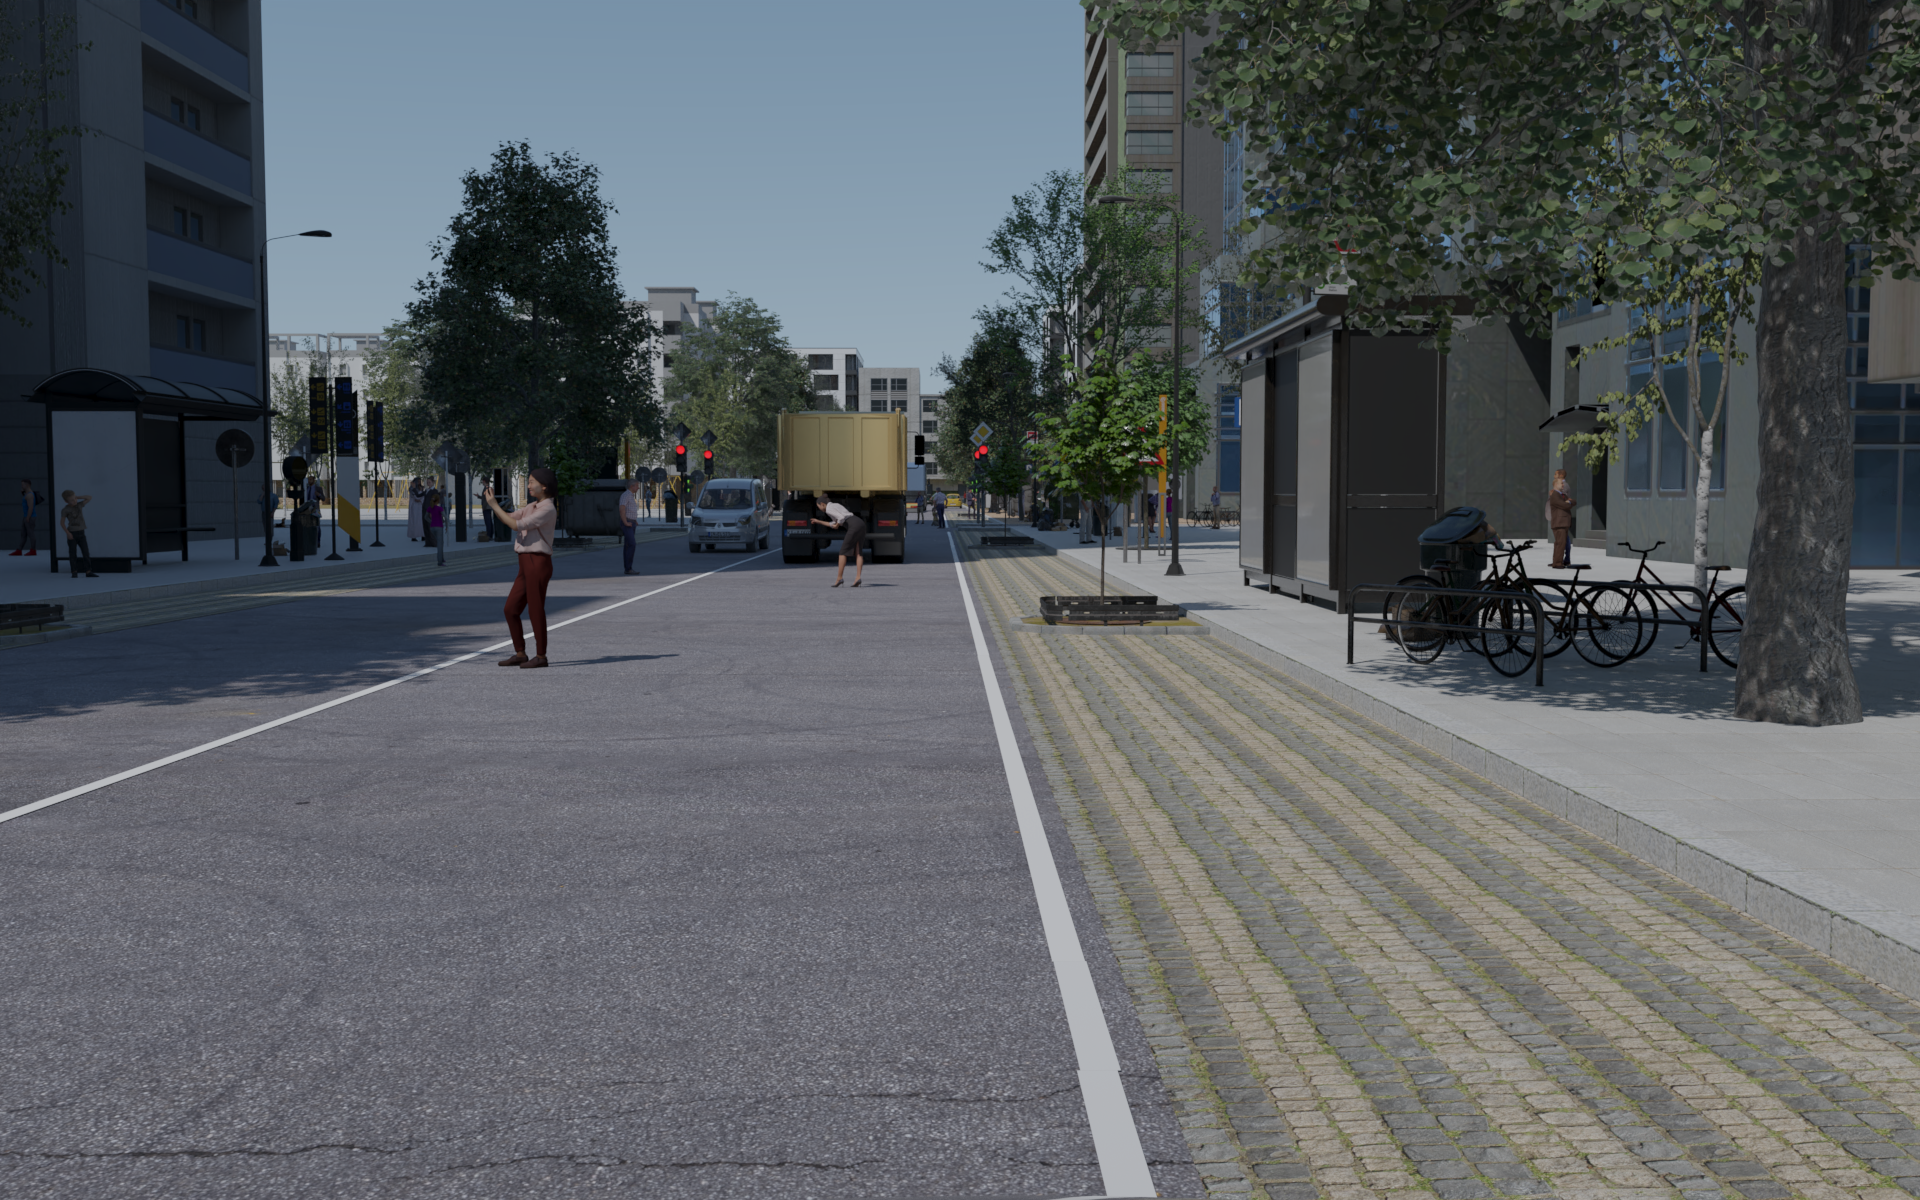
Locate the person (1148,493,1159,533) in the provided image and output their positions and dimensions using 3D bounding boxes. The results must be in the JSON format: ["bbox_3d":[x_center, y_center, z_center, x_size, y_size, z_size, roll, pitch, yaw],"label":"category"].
[{"bbox_3d":[6.423,-2.918,56.987,0.697,1.427,0.421,2,4,31],"label":"person"}]

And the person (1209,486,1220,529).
[{"bbox_3d":[9.316,-3.370,63.204,0.319,1.574,0.516,-1,4,-9],"label":"person"}]

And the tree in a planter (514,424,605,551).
[{"bbox_3d":[-10.142,-2.867,44.094,1.991,3.239,1.994,0,4,-1],"label":"tree in a planter"}]

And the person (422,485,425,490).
[{"bbox_3d":[-25.027,-4.525,80.835,0.445,1.727,0.742,-2,4,-32],"label":"person"}]

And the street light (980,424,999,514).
[{"bbox_3d":[1.927,-8.473,111.074,1.470,5.913,1.316,0,4,-1],"label":"street light"}]

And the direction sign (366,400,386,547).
[{"bbox_3d":[-14.230,-3.071,42.203,0.379,3.537,0.876,0,4,5],"label":"direction sign"}]

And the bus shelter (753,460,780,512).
[{"bbox_3d":[-13.641,-8.102,123.754,1.731,3.624,6.357,0,4,-1],"label":"bus shelter"}]

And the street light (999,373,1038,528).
[{"bbox_3d":[2.341,-5.741,66.400,1.470,5.913,1.316,0,4,-1],"label":"street light"}]

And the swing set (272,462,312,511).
[{"bbox_3d":[-33.291,-5.309,84.415,3.119,2.851,2.862,-1,4,-10],"label":"swing set"}]

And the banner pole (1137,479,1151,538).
[{"bbox_3d":[5.140,-3.689,50.326,0.863,3.779,0.401,-1,4,-12],"label":"banner pole"}]

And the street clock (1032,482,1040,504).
[{"bbox_3d":[4.309,-5.737,98.378,0.358,2.002,0.471,2,4,32],"label":"street clock"}]

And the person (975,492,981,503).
[{"bbox_3d":[1.802,-9.016,154.249,1.217,1.735,0.721,0,4,-5],"label":"person"}]

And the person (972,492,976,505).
[{"bbox_3d":[1.585,-11.805,199.717,0.551,1.740,0.621,-2,4,-29],"label":"person"}]

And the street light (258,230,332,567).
[{"bbox_3d":[-11.742,-3.551,30.608,1.470,5.913,1.316,0,4,-1],"label":"street light"}]

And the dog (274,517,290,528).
[{"bbox_3d":[-25.808,-2.931,65.663,0.748,0.427,0.550,2,4,28],"label":"dog"}]

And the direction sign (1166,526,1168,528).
[{"bbox_3d":[7.787,-4.542,66.259,0.876,3.537,0.379,-3,4,-39],"label":"direction sign"}]

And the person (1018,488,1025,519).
[{"bbox_3d":[3.155,-5.111,90.279,0.551,1.740,0.621,2,4,32],"label":"person"}]

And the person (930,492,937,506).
[{"bbox_3d":[-2.046,-8.874,153.580,1.348,1.826,0.705,-2,4,-28],"label":"person"}]

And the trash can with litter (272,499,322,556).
[{"bbox_3d":[-13.876,-1.509,36.064,1.055,1.170,0.624,-2,4,-32],"label":"trash can with litter"}]

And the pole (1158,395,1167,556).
[{"bbox_3d":[4.180,-2.563,35.746,0.158,3.312,0.155,0,3,0],"label":"pole"}]

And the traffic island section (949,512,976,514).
[{"bbox_3d":[0.158,-6.353,126.732,1.991,0.108,1.994,0,4,-1],"label":"traffic island section"}]

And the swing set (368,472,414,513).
[{"bbox_3d":[-39.278,-7.556,121.156,3.119,2.851,2.862,2,4,32],"label":"swing set"}]

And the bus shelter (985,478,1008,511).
[{"bbox_3d":[2.710,-8.233,128.526,2.014,3.302,5.546,0,4,-1],"label":"bus shelter"}]

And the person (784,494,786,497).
[{"bbox_3d":[-23.285,-13.405,225.292,1.350,1.814,0.705,1,4,12],"label":"person"}]

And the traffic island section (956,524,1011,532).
[{"bbox_3d":[0.919,-2.743,67.136,2.009,0.180,2.903,0,4,-1],"label":"traffic island section"}]

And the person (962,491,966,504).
[{"bbox_3d":[0.645,-13.692,232.306,0.705,1.831,1.348,-1,4,-19],"label":"person"}]

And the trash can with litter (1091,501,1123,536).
[{"bbox_3d":[4.532,-2.537,52.871,1.055,1.170,0.624,0,4,3],"label":"trash can with litter"}]

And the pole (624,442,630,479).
[{"bbox_3d":[-12.370,-4.320,64.467,0.158,3.312,0.155,0,3,0],"label":"pole"}]

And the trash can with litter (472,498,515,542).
[{"bbox_3d":[-12.433,-2.129,46.198,1.055,1.170,0.624,-2,4,-26],"label":"trash can with litter"}]

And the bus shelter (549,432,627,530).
[{"bbox_3d":[-13.840,-4.499,64.844,1.731,3.624,6.357,0,4,-1],"label":"bus shelter"}]

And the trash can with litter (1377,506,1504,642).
[{"bbox_3d":[4.232,-0.238,15.271,1.055,1.170,0.624,-2,4,-35],"label":"trash can with litter"}]

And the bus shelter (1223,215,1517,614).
[{"bbox_3d":[4.770,-2.749,22.575,2.179,5.291,8.768,0,4,-1],"label":"bus shelter"}]

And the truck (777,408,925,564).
[{"bbox_3d":[-2.501,-2.657,39.360,3.469,3.379,9.791,0,4,-2],"label":"truck"}]

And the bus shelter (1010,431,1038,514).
[{"bbox_3d":[3.908,-7.952,107.651,2.179,5.291,8.768,0,4,-1],"label":"bus shelter"}]

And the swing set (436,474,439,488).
[{"bbox_3d":[-41.469,-8.335,133.904,3.119,2.851,2.862,-3,5,-41],"label":"swing set"}]

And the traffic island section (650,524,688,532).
[{"bbox_3d":[-10.762,-2.735,66.993,2.009,0.180,2.903,0,4,-1],"label":"traffic island section"}]

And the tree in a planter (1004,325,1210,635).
[{"bbox_3d":[1.527,-1.295,18.396,1.991,3.239,1.994,0,4,-1],"label":"tree in a planter"}]

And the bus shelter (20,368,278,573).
[{"bbox_3d":[-14.062,-2.241,30.558,2.014,3.302,5.546,0,4,-1],"label":"bus shelter"}]

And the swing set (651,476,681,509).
[{"bbox_3d":[-24.614,-9.197,147.995,2.862,2.851,3.119,1,4,10],"label":"swing set"}]

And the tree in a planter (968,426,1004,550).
[{"bbox_3d":[1.195,-2.943,45.338,1.991,3.239,1.994,0,4,-1],"label":"tree in a planter"}]

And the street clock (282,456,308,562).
[{"bbox_3d":[-12.646,-1.737,32.977,0.358,2.002,0.471,1,4,17],"label":"street clock"}]

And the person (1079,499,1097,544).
[{"bbox_3d":[3.269,-2.341,44.470,0.789,1.805,0.875,2,4,31],"label":"person"}]

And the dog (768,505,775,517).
[{"bbox_3d":[-11.158,-5.175,101.453,0.513,0.831,0.800,-1,4,-23],"label":"dog"}]

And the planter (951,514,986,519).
[{"bbox_3d":[0.502,-4.810,99.777,1.991,0.319,1.994,0,4,-1],"label":"planter"}]

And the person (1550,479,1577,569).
[{"bbox_3d":[10.332,-1.308,29.702,0.388,1.546,0.482,3,5,43],"label":"person"}]

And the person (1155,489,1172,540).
[{"bbox_3d":[5.660,-2.374,48.095,0.776,1.435,0.726,3,5,44],"label":"person"}]

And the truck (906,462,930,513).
[{"bbox_3d":[-4.196,-9.246,140.925,2.967,4.110,18.799,0,4,1],"label":"truck"}]

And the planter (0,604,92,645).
[{"bbox_3d":[-9.801,0.248,17.085,1.991,0.319,1.994,0,4,-1],"label":"planter"}]

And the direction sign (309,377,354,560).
[{"bbox_3d":[-12.157,-2.541,33.546,0.876,3.537,0.379,1,4,8],"label":"direction sign"}]

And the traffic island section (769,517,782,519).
[{"bbox_3d":[-10.856,-4.708,99.847,1.991,0.108,1.994,0,4,-1],"label":"traffic island section"}]

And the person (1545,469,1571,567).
[{"bbox_3d":[10.567,-1.453,30.616,0.431,1.722,0.655,2,4,31],"label":"person"}]

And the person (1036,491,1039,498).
[{"bbox_3d":[8.525,-10.997,187.305,0.593,1.643,0.415,1,4,14],"label":"person"}]

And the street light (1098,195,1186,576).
[{"bbox_3d":[2.845,-3.337,27.101,1.470,5.913,1.316,0,4,-1],"label":"street light"}]

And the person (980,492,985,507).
[{"bbox_3d":[2.032,-9.325,158.373,0.709,1.838,0.599,0,4,-4],"label":"person"}]
